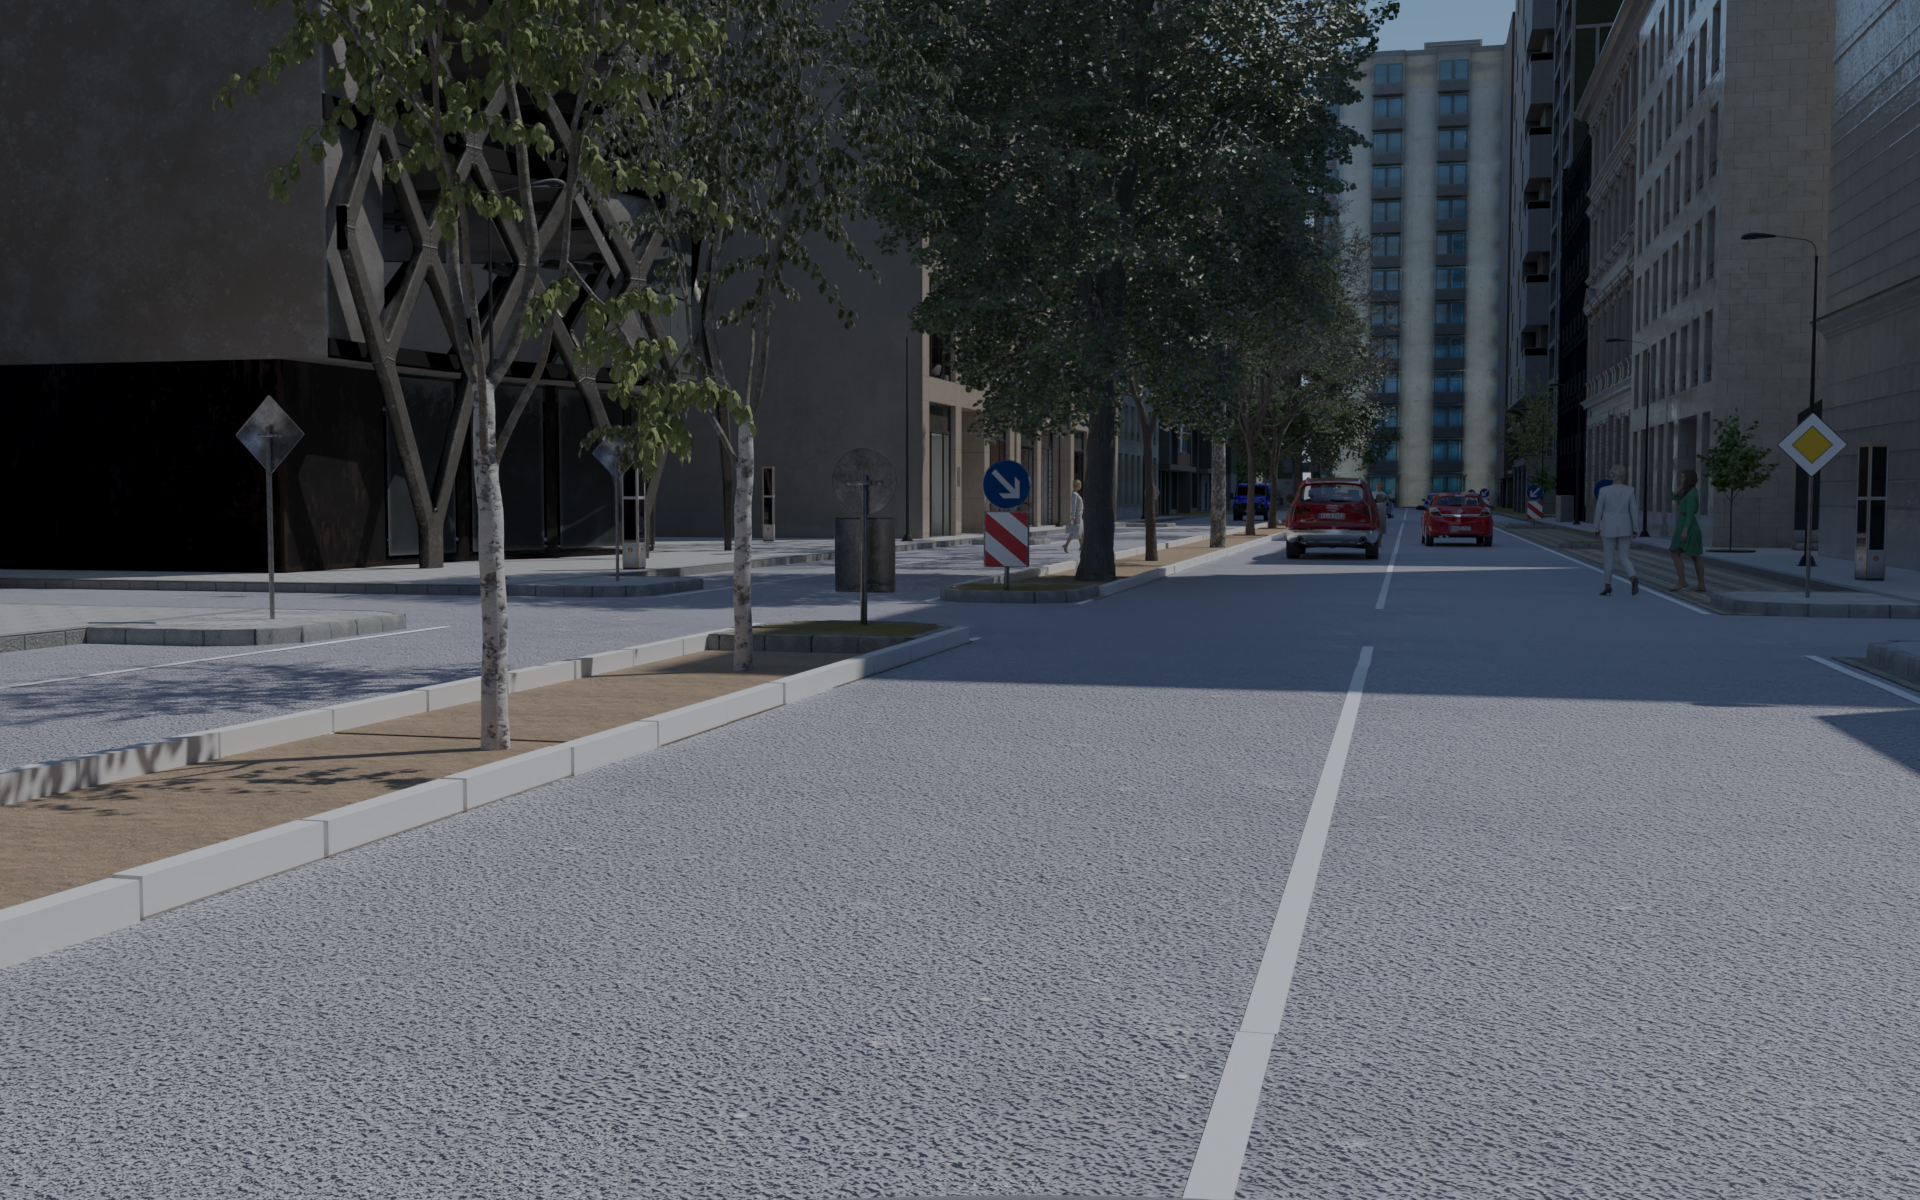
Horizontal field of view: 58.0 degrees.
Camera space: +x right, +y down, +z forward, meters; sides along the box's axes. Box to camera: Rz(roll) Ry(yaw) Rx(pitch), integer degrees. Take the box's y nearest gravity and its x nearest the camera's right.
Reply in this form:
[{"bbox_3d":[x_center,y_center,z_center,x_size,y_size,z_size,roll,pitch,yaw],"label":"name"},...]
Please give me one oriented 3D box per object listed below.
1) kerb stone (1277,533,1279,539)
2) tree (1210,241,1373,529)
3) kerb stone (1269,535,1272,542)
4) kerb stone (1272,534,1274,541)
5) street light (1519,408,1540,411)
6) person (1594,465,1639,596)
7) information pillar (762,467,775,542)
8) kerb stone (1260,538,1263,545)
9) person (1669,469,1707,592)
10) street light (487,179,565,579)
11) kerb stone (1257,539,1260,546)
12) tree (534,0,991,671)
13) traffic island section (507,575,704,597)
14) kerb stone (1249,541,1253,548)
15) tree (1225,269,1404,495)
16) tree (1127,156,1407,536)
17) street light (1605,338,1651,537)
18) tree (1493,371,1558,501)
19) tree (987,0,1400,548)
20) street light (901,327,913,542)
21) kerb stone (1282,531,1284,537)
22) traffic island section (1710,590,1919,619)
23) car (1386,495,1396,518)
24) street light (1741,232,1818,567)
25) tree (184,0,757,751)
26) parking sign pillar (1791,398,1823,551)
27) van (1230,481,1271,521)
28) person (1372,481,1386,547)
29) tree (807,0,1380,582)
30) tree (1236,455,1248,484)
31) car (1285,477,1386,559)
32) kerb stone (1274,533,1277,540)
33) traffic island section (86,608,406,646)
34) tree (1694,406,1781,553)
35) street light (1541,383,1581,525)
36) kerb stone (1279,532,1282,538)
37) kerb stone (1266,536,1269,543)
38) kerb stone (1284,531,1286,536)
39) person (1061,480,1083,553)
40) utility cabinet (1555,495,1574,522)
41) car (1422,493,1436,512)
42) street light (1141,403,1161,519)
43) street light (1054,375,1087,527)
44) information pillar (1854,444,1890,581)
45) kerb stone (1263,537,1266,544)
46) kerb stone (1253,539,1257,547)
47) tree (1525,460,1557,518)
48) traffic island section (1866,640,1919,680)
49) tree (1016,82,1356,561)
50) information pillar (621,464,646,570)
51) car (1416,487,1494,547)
[{"bbox_3d":[9.868,-1.973,54.462,0.120,0.150,1.000,1,4,15],"label":"kerb stone"},{"bbox_3d":[12.911,-8.709,70.597,9.928,11.665,9.643,0,3,0],"label":"tree"},{"bbox_3d":[9.093,-1.790,51.486,0.120,0.150,1.000,1,4,15],"label":"kerb stone"},{"bbox_3d":[9.353,-1.846,52.475,0.120,0.150,1.000,1,4,15],"label":"kerb stone"},{"bbox_3d":[30.825,-7.387,93.325,1.470,5.913,1.316,1,4,15],"label":"street light"},{"bbox_3d":[9.200,-0.967,24.194,0.514,1.842,0.818,0,4,-7],"label":"person"},{"bbox_3d":[-5.168,-2.586,46.773,0.304,2.012,0.304,0,3,0],"label":"information pillar"},{"bbox_3d":[8.316,-1.609,48.508,0.120,0.150,1.000,1,4,15],"label":"kerb stone"},{"bbox_3d":[10.617,-1.007,25.213,0.529,1.795,0.600,1,4,14],"label":"person"},{"bbox_3d":[-6.492,-3.258,25.809,1.470,5.913,1.316,1,4,15],"label":"street light"},{"bbox_3d":[8.059,-1.544,47.519,0.120,0.150,1.000,1,4,15],"label":"kerb stone"},{"bbox_3d":[-1.703,-3.739,13.948,4.360,8.622,3.978,0,3,0],"label":"tree"},{"bbox_3d":[-5.060,-0.197,25.494,2.009,0.180,2.903,1,4,15],"label":"traffic island section"},{"bbox_3d":[7.537,-1.426,45.533,0.120,0.150,1.000,1,4,15],"label":"kerb stone"},{"bbox_3d":[16.147,-9.953,82.199,9.611,12.733,9.660,0,3,0],"label":"tree"},{"bbox_3d":[9.964,-8.935,58.921,12.009,13.543,11.850,0,3,0],"label":"tree"},{"bbox_3d":[19.883,-4.835,51.588,1.470,5.913,1.316,1,4,15],"label":"street light"},{"bbox_3d":[34.153,-9.351,103.255,4.737,8.622,4.395,0,3,0],"label":"tree"},{"bbox_3d":[5.907,-11.518,46.660,12.611,20.169,13.585,0,3,0],"label":"tree"},{"bbox_3d":[-0.903,-4.526,46.547,1.470,5.913,1.316,1,4,15],"label":"street light"},{"bbox_3d":[10.387,-2.095,56.455,0.120,0.150,1.000,1,4,15],"label":"kerb stone"},{"bbox_3d":[10.512,0.051,21.447,2.009,0.180,2.903,1,4,15],"label":"traffic island section"},{"bbox_3d":[25.018,-5.605,103.637,2.014,1.417,4.499,1,4,16],"label":"car"},{"bbox_3d":[14.555,-3.562,30.782,1.470,5.913,1.316,1,4,15],"label":"street light"},{"bbox_3d":[-2.617,-3.447,9.183,4.737,8.622,4.395,0,3,0],"label":"tree"},{"bbox_3d":[19.728,-3.110,39.320,1.447,3.967,1.447,3,4,38],"label":"parking sign pillar"},{"bbox_3d":[16.018,-5.516,94.565,2.240,2.365,5.245,1,4,14],"label":"van"},{"bbox_3d":[11.385,-2.353,47.193,0.478,1.798,0.641,1,4,16],"label":"person"},{"bbox_3d":[2.253,-7.282,28.167,9.857,13.997,8.962,0,3,0],"label":"tree"},{"bbox_3d":[23.200,-9.826,144.373,4.285,4.588,4.351,0,3,0],"label":"tree"},{"bbox_3d":[8.617,-1.907,39.846,2.281,1.827,5.304,1,4,14],"label":"car"},{"bbox_3d":[9.611,-1.913,53.472,0.120,0.150,1.000,1,4,15],"label":"kerb stone"},{"bbox_3d":[-7.073,0.276,17.766,2.009,0.180,2.903,1,4,15],"label":"traffic island section"},{"bbox_3d":[16.971,-2.657,38.046,1.663,3.219,1.824,0,3,0],"label":"tree"},{"bbox_3d":[25.330,-6.118,72.563,1.470,5.913,1.316,1,4,15],"label":"street light"},{"bbox_3d":[10.126,-2.033,55.463,0.120,0.150,1.000,1,4,15],"label":"kerb stone"},{"bbox_3d":[8.840,-1.729,50.495,0.120,0.150,1.000,1,4,15],"label":"kerb stone"},{"bbox_3d":[10.645,-2.151,57.447,0.120,0.150,1.000,1,4,15],"label":"kerb stone"},{"bbox_3d":[2.796,-2.032,42.070,0.624,1.780,0.694,1,4,18],"label":"person"},{"bbox_3d":[27.684,-4.165,79.267,1.020,1.237,0.306,-3,4,-37],"label":"utility cabinet"},{"bbox_3d":[31.764,-6.472,115.414,1.945,1.707,3.694,1,4,14],"label":"car"},{"bbox_3d":[9.908,-7.072,88.160,1.470,5.913,1.316,1,4,15],"label":"street light"},{"bbox_3d":[4.398,-5.799,67.360,1.470,5.913,1.316,1,4,15],"label":"street light"},{"bbox_3d":[13.500,-1.294,25.648,0.304,2.012,0.304,0,4,-5],"label":"information pillar"},{"bbox_3d":[8.581,-1.666,49.506,0.120,0.150,1.000,1,4,15],"label":"kerb stone"},{"bbox_3d":[7.802,-1.488,46.526,0.120,0.150,1.000,1,4,15],"label":"kerb stone"},{"bbox_3d":[33.064,-6.321,97.958,1.663,3.219,1.824,0,3,0],"label":"tree"},{"bbox_3d":[8.499,0.524,13.719,2.009,0.180,2.903,1,4,15],"label":"traffic island section"},{"bbox_3d":[4.188,-6.116,36.874,8.767,10.594,7.601,1,4,15],"label":"tree"},{"bbox_3d":[-5.551,-1.527,29.455,0.304,2.012,0.304,1,4,16],"label":"information pillar"},{"bbox_3d":[13.979,-2.434,48.831,2.155,1.783,4.494,1,4,13],"label":"car"}]
